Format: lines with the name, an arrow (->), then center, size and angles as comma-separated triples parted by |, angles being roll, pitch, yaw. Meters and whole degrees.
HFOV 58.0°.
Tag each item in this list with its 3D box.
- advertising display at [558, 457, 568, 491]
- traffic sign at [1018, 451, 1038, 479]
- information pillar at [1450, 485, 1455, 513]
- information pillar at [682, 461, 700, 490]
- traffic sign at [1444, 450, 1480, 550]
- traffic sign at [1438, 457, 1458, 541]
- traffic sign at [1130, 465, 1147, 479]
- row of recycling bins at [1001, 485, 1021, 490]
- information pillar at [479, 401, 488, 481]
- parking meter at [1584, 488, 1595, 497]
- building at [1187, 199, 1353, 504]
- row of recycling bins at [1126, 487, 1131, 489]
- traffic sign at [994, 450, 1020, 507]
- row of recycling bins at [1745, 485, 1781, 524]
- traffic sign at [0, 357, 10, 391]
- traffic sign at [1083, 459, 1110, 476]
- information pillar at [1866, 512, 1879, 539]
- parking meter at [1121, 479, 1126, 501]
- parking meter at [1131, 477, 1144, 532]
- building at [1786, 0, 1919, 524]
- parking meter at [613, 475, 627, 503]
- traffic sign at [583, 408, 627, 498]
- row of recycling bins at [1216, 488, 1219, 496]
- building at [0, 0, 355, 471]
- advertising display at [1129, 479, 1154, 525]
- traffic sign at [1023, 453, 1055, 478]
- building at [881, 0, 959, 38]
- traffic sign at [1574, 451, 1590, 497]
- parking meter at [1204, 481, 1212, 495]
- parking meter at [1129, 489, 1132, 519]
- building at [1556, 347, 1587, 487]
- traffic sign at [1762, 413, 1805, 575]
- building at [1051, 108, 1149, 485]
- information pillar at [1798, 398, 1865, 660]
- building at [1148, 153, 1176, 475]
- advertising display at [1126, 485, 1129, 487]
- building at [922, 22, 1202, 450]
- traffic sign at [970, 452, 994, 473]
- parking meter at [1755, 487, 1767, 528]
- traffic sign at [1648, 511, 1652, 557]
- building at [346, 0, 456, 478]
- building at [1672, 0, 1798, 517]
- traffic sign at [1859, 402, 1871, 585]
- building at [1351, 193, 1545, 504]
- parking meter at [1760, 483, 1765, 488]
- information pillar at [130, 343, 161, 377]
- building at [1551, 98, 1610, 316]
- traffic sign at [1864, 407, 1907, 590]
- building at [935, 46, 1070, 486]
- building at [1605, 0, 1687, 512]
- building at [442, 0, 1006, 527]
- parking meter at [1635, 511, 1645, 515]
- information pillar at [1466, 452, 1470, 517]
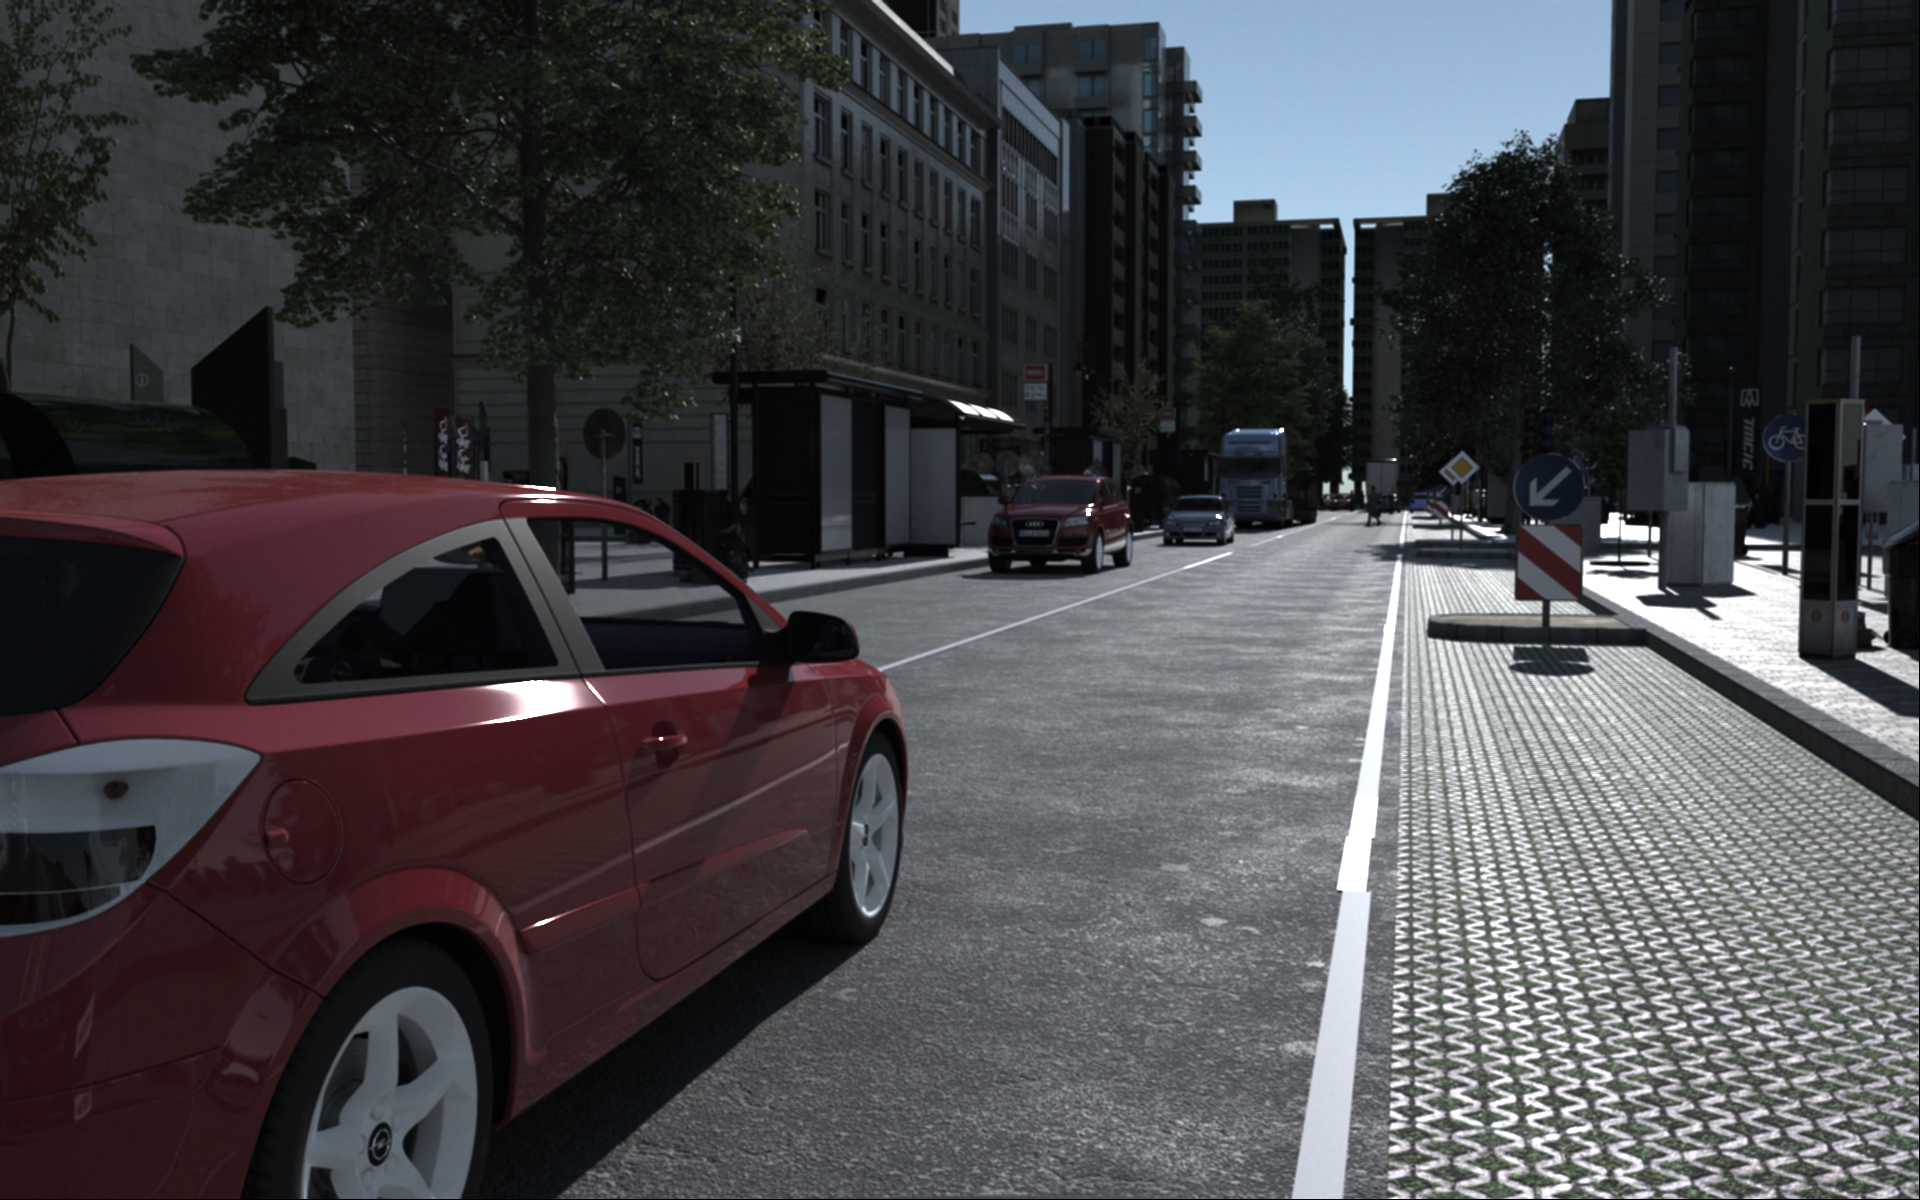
advertising display -> -7.185, -1.552, 30.586 | 0.123, 1.923, 0.974 | -3, 4, -37
traffic sign -> 2.034, -3.104, 50.850 | 0.768, 2.556, 0.104 | 1, 4, 19
information pillar -> 33.020, -6.824, 116.058 | 0.304, 2.012, 0.304 | 1, 4, 20
information pillar -> -5.948, -2.072, 38.371 | 0.304, 2.012, 0.304 | 1, 4, 12
traffic sign -> 11.438, -2.193, 39.501 | 0.795, 2.450, 0.064 | 1, 4, 14
traffic sign -> 13.439, -2.666, 47.232 | 0.795, 2.450, 0.064 | 1, 4, 14
traffic sign -> 7.828, -4.641, 75.981 | 0.768, 2.556, 0.104 | 1, 4, 16
row of recycling bins -> 2.515, -4.210, 75.949 | 1.069, 1.692, 3.534 | -1, 4, -20
information pillar -> -11.955, -3.189, 43.491 | 0.183, 3.616, 0.504 | -2, 4, -29
parking meter -> 23.599, -3.457, 64.931 | 0.372, 1.533, 0.369 | 0, 3, 0
building -> 39.136, -33.014, 231.657 | 23.993, 40.220, 32.217 | 1, 4, 14
row of recycling bins -> 9.712, -5.589, 98.498 | 1.069, 1.692, 3.534 | 3, 4, 38
traffic sign -> 1.346, -3.059, 50.125 | 0.768, 2.556, 0.104 | 1, 4, 20
row of recycling bins -> 33.912, -4.176, 75.390 | 3.534, 1.692, 1.069 | 0, 4, -7
traffic sign -> -8.245, -0.879, 14.478 | 0.768, 2.556, 0.104 | 1, 4, 20
traffic sign -> 3.913, -2.818, 49.709 | 0.795, 2.450, 0.064 | 1, 4, 14
information pillar -> 26.151, -2.759, 49.594 | 0.304, 2.012, 0.304 | 2, 4, 35
parking meter -> 6.324, -3.786, 67.619 | 0.255, 1.863, 0.399 | -1, 4, -13
parking meter -> 5.966, -3.213, 58.248 | 0.399, 1.863, 0.255 | 0, 4, 5
building -> 45.399, -24.126, 78.057 | 14.154, 41.232, 14.086 | 1, 4, 14
parking meter -> -10.673, -2.979, 54.416 | 0.399, 1.863, 0.255 | 0, 3, 0
traffic sign -> -5.264, -1.558, 25.586 | 0.768, 2.556, 0.104 | 2, 4, 24
row of recycling bins -> 16.830, -6.038, 105.837 | 1.069, 1.692, 3.534 | -2, 4, -30
building -> -21.470, -10.781, 31.028 | 16.860, 20.320, 10.420 | 1, 4, 14
advertising display -> 7.642, -4.099, 72.226 | 0.974, 1.923, 0.123 | 0, 4, -8
traffic sign -> 1.912, -2.345, 41.978 | 0.795, 2.450, 0.064 | 1, 4, 14
building -> -12.551, -48.935, 238.331 | 20.611, 71.187, 20.563 | 1, 4, 14
traffic sign -> 17.039, -2.865, 46.954 | 0.768, 2.556, 0.104 | 1, 4, 22
parking meter -> 11.269, -4.468, 78.769 | 0.255, 1.863, 0.399 | 2, 4, 34
parking meter -> 8.159, -4.525, 82.391 | 0.372, 1.533, 0.369 | 0, 3, 0
building -> 71.412, -19.415, 162.473 | 27.650, 21.520, 28.899 | 1, 4, 14
traffic sign -> 13.117, -1.673, 27.461 | 0.768, 2.556, 0.104 | 1, 4, 20
building -> 6.224, -22.150, 133.859 | 14.160, 30.474, 14.107 | 1, 4, 14
information pillar -> 6.791, -0.551, 13.503 | 0.304, 2.012, 0.304 | -2, 4, -28
building -> 10.364, -22.975, 147.335 | 14.160, 30.474, 14.107 | 1, 4, 14
advertising display -> 11.841, -7.274, 124.136 | 0.974, 1.923, 0.123 | 2, 4, 28
building -> 9.202, -34.273, 179.973 | 30.456, 49.044, 23.786 | 1, 4, 14
traffic sign -> 0.641, -3.222, 52.779 | 0.768, 2.556, 0.104 | 1, 4, 15
parking meter -> 30.073, -3.464, 65.041 | 0.372, 1.533, 0.369 | 0, 3, 0
traffic sign -> 14.085, -2.160, 35.313 | 0.884, 2.594, 0.081 | 1, 4, 22
building -> -33.216, -17.048, 75.991 | 25.104, 27.353, 12.463 | 1, 4, 14
building -> 48.676, -20.099, 100.320 | 14.160, 30.474, 14.107 | 1, 4, 14
traffic sign -> 12.649, -1.487, 24.318 | 0.884, 2.594, 0.081 | 1, 4, 23
building -> 63.418, -32.688, 226.324 | 23.993, 40.220, 32.217 | 1, 4, 14
parking meter -> 41.592, -5.128, 89.558 | 0.399, 1.863, 0.255 | 3, 5, 43
information pillar -> -12.724, -2.189, 27.150 | 0.183, 3.616, 0.504 | 3, 5, 39
building -> 84.361, -36.089, 213.752 | 21.600, 48.544, 21.300 | 1, 4, 14
traffic sign -> 12.186, -1.344, 23.152 | 0.795, 2.450, 0.064 | 1, 4, 17
building -> -1.336, -17.422, 102.869 | 12.078, 24.808, 19.932 | 1, 4, 14
building -> 61.586, -36.235, 134.440 | 21.231, 58.520, 28.212 | 1, 4, 14
building -> -9.158, -15.032, 79.053 | 16.112, 22.955, 30.059 | 1, 4, 14
parking meter -> 28.689, -3.953, 73.039 | 0.372, 1.533, 0.369 | 0, 3, 0
information pillar -> 27.954, -6.359, 95.324 | 0.183, 3.616, 0.504 | 1, 4, 23
